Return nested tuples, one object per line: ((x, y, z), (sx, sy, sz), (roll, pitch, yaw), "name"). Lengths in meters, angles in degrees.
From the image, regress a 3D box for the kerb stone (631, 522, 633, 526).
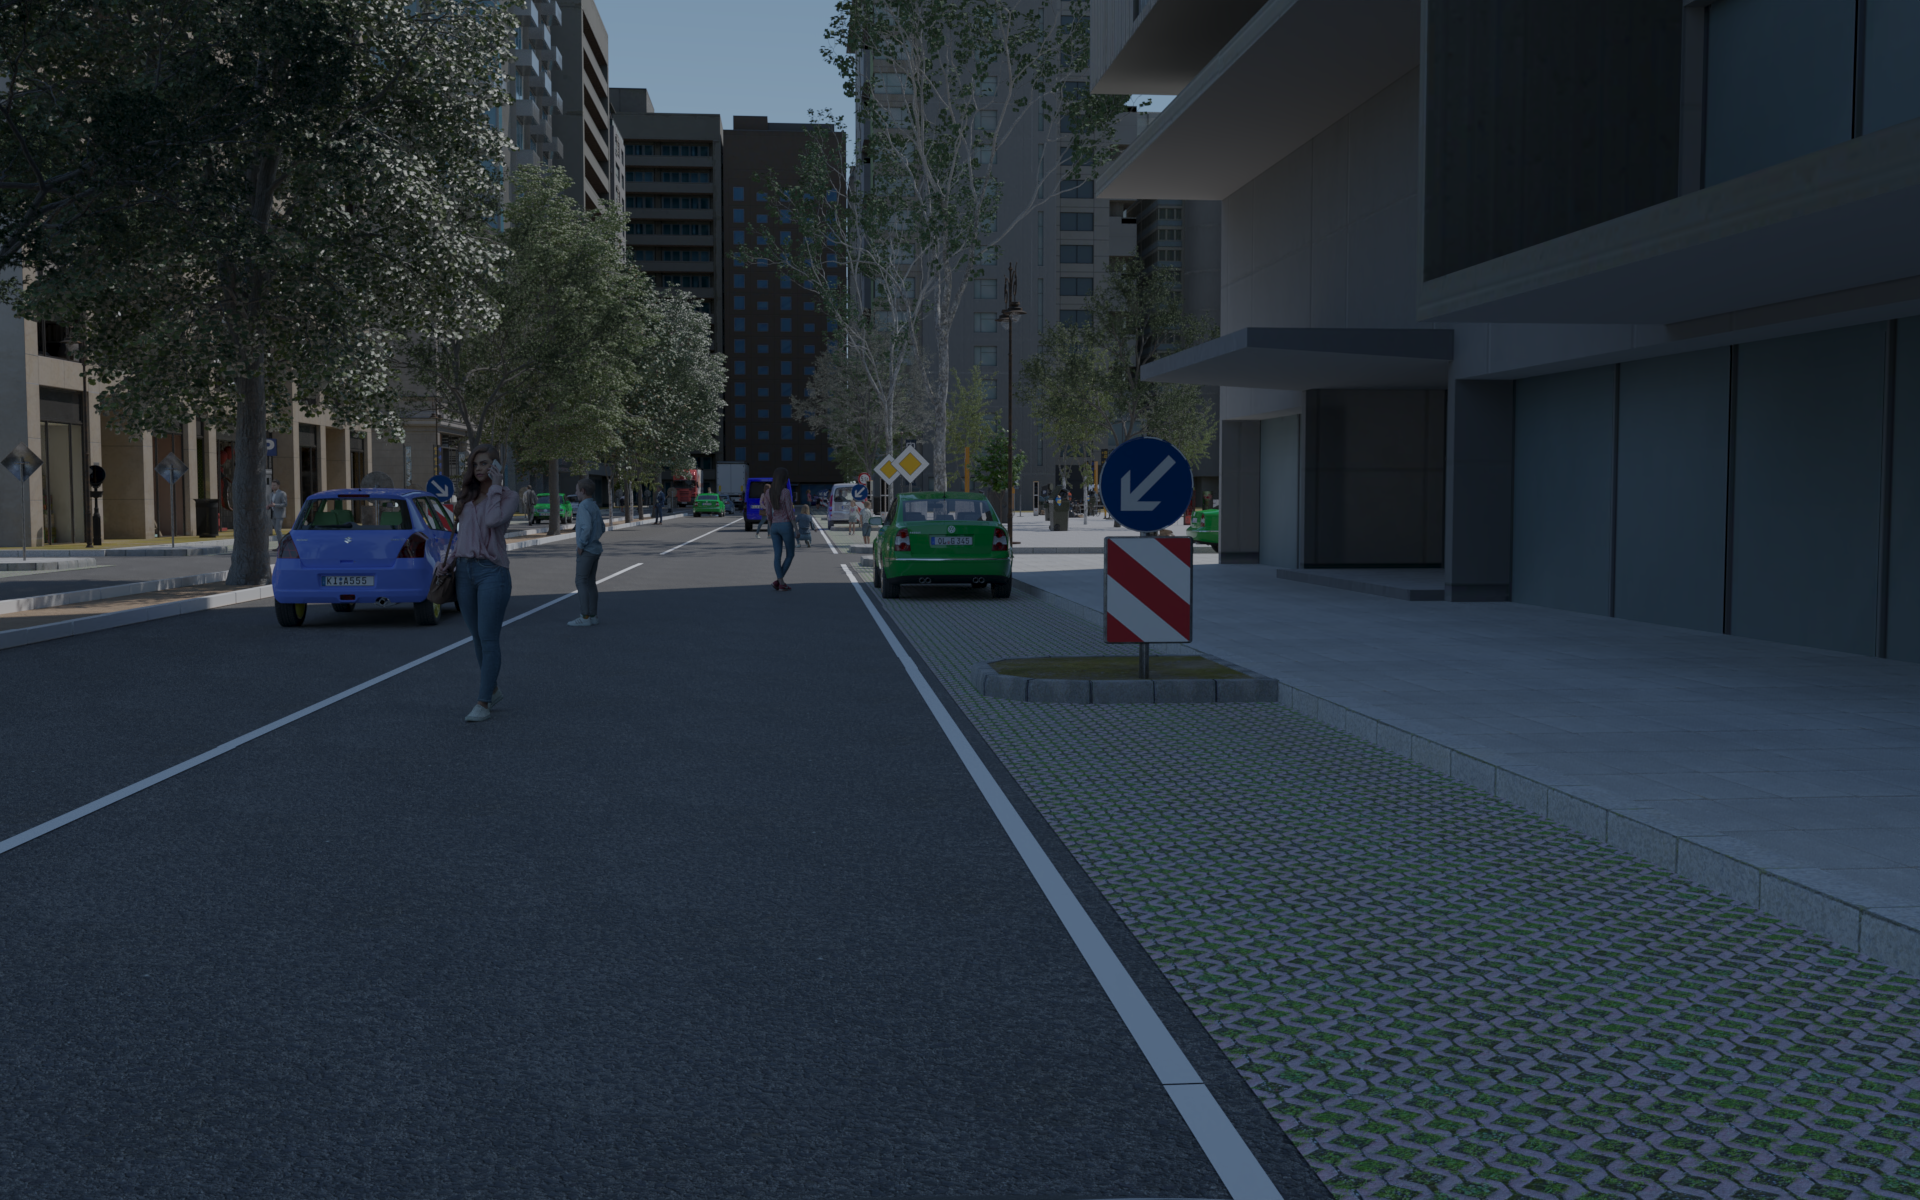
((-14.507, -3.275, 75.735), (0.120, 0.150, 1.000), (0, 4, -5), "kerb stone")

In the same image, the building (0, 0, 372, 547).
((-33.617, -15.449, 57.101), (19.350, 26.468, 34.151), (0, 4, -5), "building")

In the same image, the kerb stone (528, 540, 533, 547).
((-11.822, -1.527, 47.155), (0.120, 0.150, 1.000), (0, 4, -5), "kerb stone")

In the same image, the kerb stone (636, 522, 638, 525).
((-14.697, -3.397, 77.773), (0.120, 0.150, 1.000), (0, 4, -5), "kerb stone")

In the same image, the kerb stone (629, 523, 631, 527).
((-14.407, -3.212, 74.712), (0.120, 0.150, 1.000), (0, 4, -5), "kerb stone")

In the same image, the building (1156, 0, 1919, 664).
((16.936, -26.297, 19.202), (28.713, 52.752, 27.495), (0, 4, -5), "building")

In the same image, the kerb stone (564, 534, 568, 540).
((-12.493, -1.963, 54.284), (0.120, 0.150, 1.000), (0, 4, -5), "kerb stone")

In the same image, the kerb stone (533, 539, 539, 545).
((-11.924, -1.589, 48.172), (0.120, 0.150, 1.000), (0, 4, -5), "kerb stone")

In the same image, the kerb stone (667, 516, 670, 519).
((-16.523, -4.584, 97.183), (0.120, 0.150, 1.000), (0, 4, -5), "kerb stone")

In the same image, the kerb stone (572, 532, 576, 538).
((-12.679, -2.085, 56.331), (0.120, 0.150, 1.000), (0, 4, -5), "kerb stone")

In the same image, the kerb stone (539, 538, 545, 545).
((-12.001, -1.651, 49.191), (0.120, 0.150, 1.000), (0, 4, -5), "kerb stone")

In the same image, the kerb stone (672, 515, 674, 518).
((-16.814, -4.773, 100.241), (0.120, 0.150, 1.000), (0, 4, -5), "kerb stone")

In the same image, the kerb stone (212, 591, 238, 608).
((-9.461, 0.012, 22.080), (0.120, 0.150, 1.000), (0, 4, -5), "kerb stone")

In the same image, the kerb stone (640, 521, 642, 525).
((-14.898, -3.518, 79.810), (0.120, 0.150, 1.000), (0, 4, -5), "kerb stone")

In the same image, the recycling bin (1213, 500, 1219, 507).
((11.445, -4.018, 78.242), (0.722, 1.027, 0.722), (-1, 4, -11), "recycling bin")

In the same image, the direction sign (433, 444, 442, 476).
((-23.955, -5.350, 79.466), (0.379, 3.537, 0.876), (0, 4, 5), "direction sign")

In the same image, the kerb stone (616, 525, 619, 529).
((-13.938, -2.900, 69.614), (0.120, 0.150, 1.000), (0, 4, -5), "kerb stone")

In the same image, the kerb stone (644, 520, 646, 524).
((-15.079, -3.646, 81.851), (0.120, 0.150, 1.000), (0, 4, -5), "kerb stone")

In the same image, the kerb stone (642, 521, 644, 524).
((-14.991, -3.586, 80.831), (0.120, 0.150, 1.000), (0, 4, -5), "kerb stone")

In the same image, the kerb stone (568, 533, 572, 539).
((-12.587, -2.024, 55.302), (0.120, 0.150, 1.000), (0, 4, -5), "kerb stone")

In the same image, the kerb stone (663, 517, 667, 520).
((-16.339, -4.455, 95.137), (0.120, 0.150, 1.000), (0, 4, -5), "kerb stone")

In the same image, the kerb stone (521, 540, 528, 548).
((-11.724, -1.463, 46.137), (0.120, 0.150, 1.000), (0, 4, -5), "kerb stone")

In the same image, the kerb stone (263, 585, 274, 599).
((-9.649, -0.118, 24.127), (0.120, 0.150, 1.000), (0, 4, -5), "kerb stone")

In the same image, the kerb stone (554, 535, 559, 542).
((-12.299, -1.838, 52.249), (0.120, 0.150, 1.000), (0, 4, -5), "kerb stone")

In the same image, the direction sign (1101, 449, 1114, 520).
((7.499, -5.797, 86.781), (0.876, 3.537, 0.379), (1, 4, 12), "direction sign")

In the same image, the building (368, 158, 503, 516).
((-32.898, -14.914, 94.752), (10.553, 20.767, 40.483), (0, 4, -5), "building")

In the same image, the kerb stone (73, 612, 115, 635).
((-9.065, 0.259, 18.002), (0.120, 0.150, 1.000), (0, 4, -5), "kerb stone")

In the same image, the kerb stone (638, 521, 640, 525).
((-14.797, -3.462, 78.793), (0.120, 0.150, 1.000), (0, 4, -5), "kerb stone")

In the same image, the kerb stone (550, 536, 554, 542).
((-12.203, -1.776, 51.231), (0.120, 0.150, 1.000), (0, 4, -5), "kerb stone")

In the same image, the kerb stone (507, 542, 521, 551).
((-11.631, -1.402, 45.119), (0.120, 0.150, 1.000), (0, 4, -5), "kerb stone")

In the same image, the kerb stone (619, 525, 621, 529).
((-14.023, -2.955, 70.635), (0.120, 0.150, 1.000), (0, 4, -5), "kerb stone")

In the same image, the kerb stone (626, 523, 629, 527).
((-14.320, -3.150, 73.691), (0.120, 0.150, 1.000), (0, 4, -5), "kerb stone")

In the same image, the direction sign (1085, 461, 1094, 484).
((8.787, -7.682, 117.597), (0.379, 3.537, 0.876), (-3, 4, -38), "direction sign")

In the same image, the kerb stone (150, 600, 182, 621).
((-9.266, 0.132, 20.036), (0.120, 0.150, 1.000), (0, 4, -5), "kerb stone")

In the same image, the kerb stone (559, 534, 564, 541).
((-12.394, -1.900, 53.266), (0.120, 0.150, 1.000), (0, 4, -5), "kerb stone")

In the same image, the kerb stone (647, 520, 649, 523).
((-15.274, -3.773, 83.892), (0.120, 0.150, 1.000), (0, 4, -5), "kerb stone")

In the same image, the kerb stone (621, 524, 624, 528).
((-14.124, -3.025, 71.652), (0.120, 0.150, 1.000), (0, 4, -5), "kerb stone")

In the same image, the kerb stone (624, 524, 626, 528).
((-14.224, -3.085, 72.673), (0.120, 0.150, 1.000), (0, 4, -5), "kerb stone")

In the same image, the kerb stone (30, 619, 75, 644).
((-8.976, 0.326, 16.974), (0.120, 0.150, 1.000), (0, 4, -5), "kerb stone")

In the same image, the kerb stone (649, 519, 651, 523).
((-15.375, -3.835, 84.909), (0.120, 0.150, 1.000), (0, 4, -5), "kerb stone")

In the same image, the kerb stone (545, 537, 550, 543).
((-12.106, -1.711, 50.208), (0.120, 0.150, 1.000), (0, 4, -5), "kerb stone")

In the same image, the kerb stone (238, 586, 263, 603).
((-9.555, -0.053, 23.107), (0.120, 0.150, 1.000), (0, 4, -5), "kerb stone")

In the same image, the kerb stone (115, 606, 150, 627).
((-9.171, 0.194, 19.018), (0.120, 0.150, 1.000), (0, 4, -5), "kerb stone")

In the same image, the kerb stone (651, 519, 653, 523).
((-15.466, -3.892, 85.942), (0.120, 0.150, 1.000), (0, 4, -5), "kerb stone")

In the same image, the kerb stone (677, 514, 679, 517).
((-17.199, -5.022, 104.315), (0.120, 0.150, 1.000), (0, 4, -5), "kerb stone")

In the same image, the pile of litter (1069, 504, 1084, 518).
((6.135, -4.878, 93.724), (1.176, 0.858, 1.719), (0, 4, -1), "pile of litter")

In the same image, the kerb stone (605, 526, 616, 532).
((-13.828, -2.838, 68.591), (0.120, 0.150, 1.000), (0, 4, -5), "kerb stone")

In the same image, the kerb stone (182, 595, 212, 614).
((-9.361, 0.071, 21.062), (0.120, 0.150, 1.000), (0, 4, -5), "kerb stone")

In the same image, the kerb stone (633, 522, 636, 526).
((-14.598, -3.337, 76.754), (0.120, 0.150, 1.000), (0, 4, -5), "kerb stone")
